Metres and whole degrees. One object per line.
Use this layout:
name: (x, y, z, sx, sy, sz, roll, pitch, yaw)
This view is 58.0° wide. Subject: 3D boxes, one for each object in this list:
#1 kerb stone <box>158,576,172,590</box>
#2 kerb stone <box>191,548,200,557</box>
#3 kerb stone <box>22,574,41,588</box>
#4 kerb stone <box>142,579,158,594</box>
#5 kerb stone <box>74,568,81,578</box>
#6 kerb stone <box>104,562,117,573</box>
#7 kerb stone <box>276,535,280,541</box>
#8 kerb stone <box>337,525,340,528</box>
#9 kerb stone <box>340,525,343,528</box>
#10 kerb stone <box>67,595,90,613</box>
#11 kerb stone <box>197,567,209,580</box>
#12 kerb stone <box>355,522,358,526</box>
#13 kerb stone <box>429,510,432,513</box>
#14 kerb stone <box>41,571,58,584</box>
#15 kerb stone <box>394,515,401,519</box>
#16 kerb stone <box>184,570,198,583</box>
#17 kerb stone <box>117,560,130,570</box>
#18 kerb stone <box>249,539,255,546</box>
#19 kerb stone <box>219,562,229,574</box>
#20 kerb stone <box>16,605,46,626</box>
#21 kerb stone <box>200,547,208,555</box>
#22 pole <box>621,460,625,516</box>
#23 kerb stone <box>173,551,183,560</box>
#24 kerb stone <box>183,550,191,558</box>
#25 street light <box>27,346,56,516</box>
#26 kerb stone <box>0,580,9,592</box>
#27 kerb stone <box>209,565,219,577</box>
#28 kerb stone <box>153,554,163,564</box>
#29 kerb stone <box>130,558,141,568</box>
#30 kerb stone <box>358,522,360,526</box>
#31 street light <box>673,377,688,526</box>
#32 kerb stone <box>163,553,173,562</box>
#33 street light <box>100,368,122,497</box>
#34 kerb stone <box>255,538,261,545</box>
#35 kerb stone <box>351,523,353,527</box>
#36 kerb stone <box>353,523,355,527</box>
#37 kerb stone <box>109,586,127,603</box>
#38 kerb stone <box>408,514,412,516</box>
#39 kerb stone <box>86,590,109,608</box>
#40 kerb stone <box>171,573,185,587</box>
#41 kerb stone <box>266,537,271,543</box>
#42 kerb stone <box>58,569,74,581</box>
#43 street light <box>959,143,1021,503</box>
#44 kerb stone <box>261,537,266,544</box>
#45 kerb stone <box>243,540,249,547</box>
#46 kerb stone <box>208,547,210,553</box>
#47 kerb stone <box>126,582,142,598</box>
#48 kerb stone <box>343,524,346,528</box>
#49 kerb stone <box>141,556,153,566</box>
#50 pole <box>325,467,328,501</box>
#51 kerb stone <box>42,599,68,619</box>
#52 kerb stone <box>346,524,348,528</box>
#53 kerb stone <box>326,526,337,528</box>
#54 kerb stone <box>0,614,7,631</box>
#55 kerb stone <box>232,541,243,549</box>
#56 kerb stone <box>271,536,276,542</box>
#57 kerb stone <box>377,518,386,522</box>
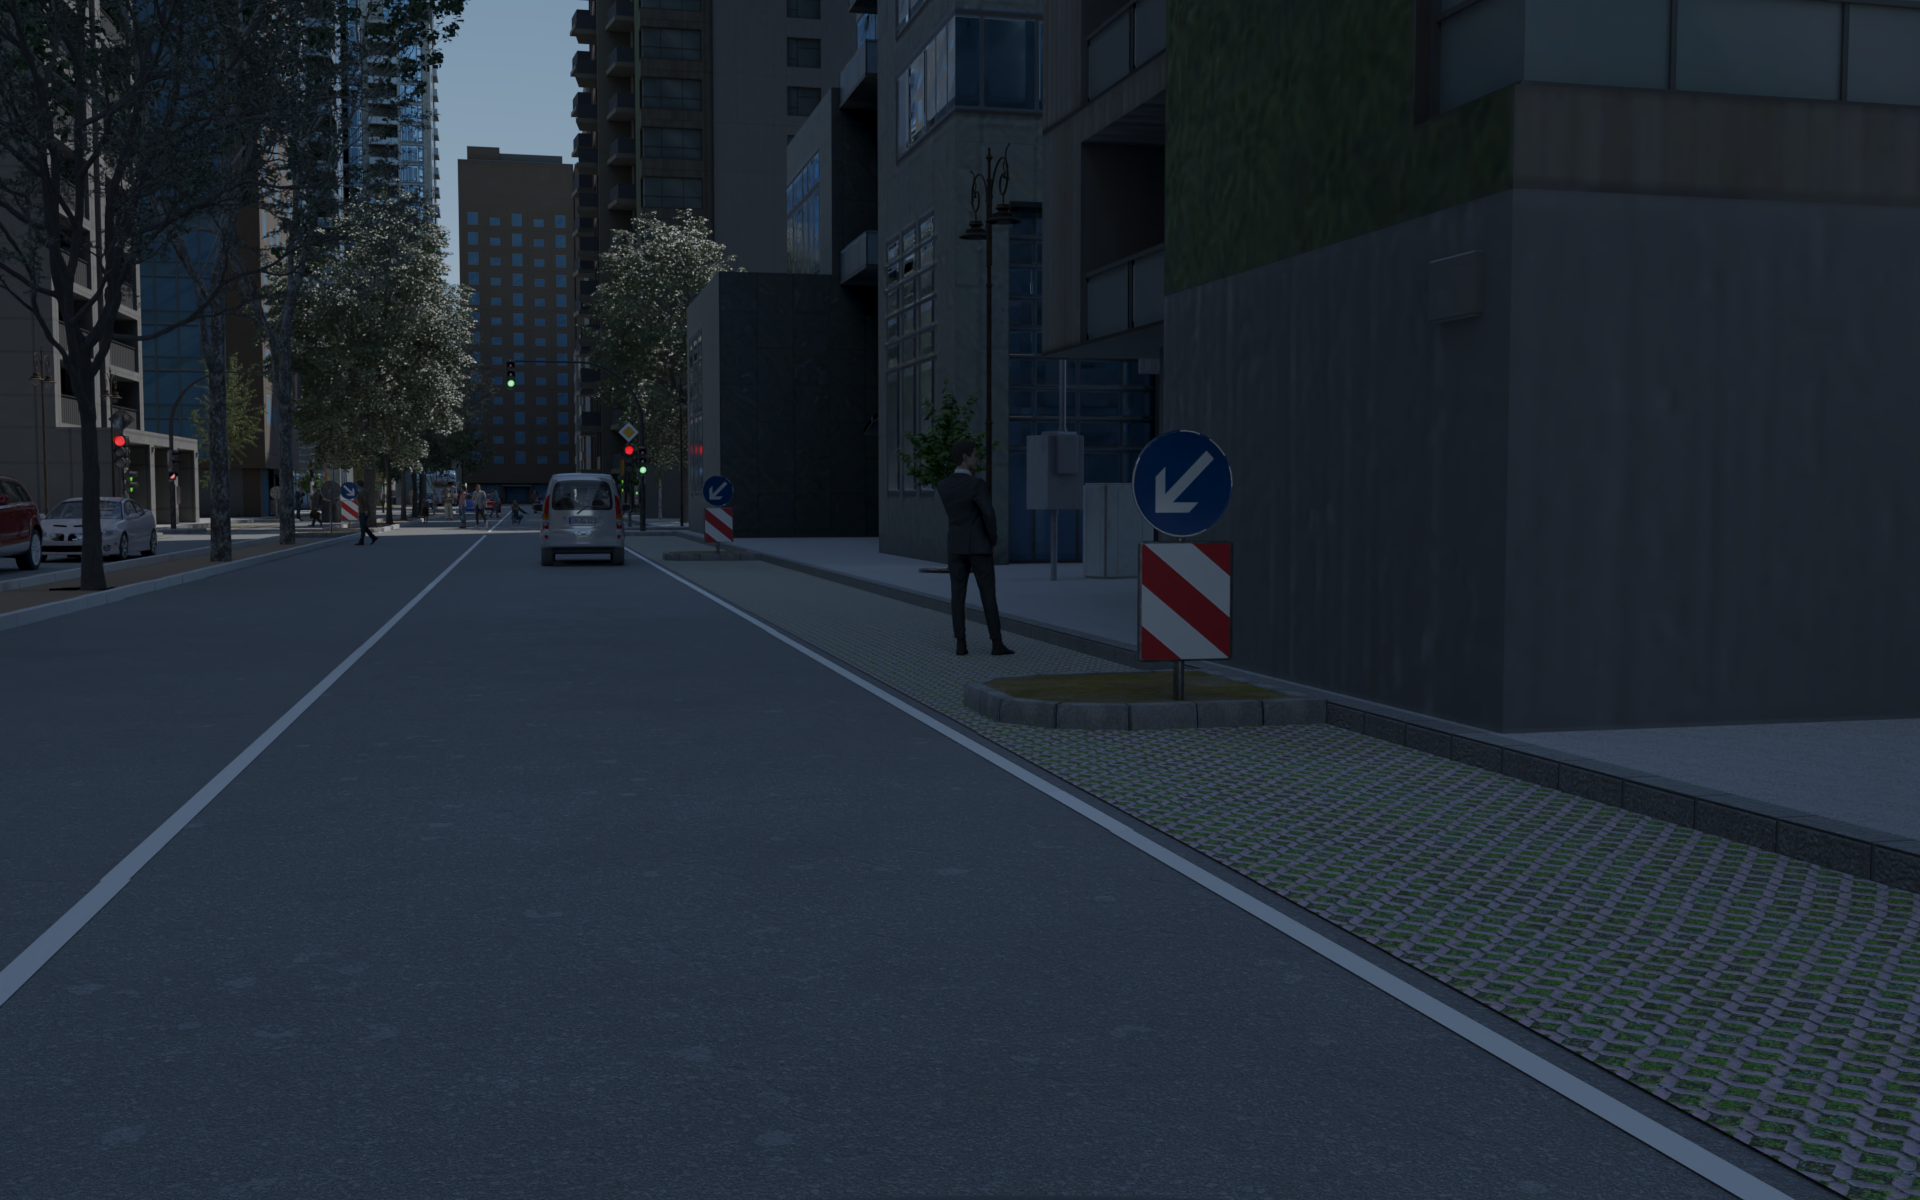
kerb stone: (-12.089, -0.232, 26.115, 0.120, 0.150, 1.000, -1, 4, -14)
kerb stone: (-17.593, -1.063, 39.576, 0.120, 0.150, 1.000, -1, 4, -14)
kerb stone: (-14.373, -0.263, 26.628, 0.120, 0.150, 1.000, -1, 4, -14)
kerb stone: (-11.847, -0.179, 25.122, 0.120, 0.150, 1.000, -1, 4, -14)
kerb stone: (-15.122, -0.454, 29.617, 0.120, 0.150, 1.000, -1, 4, -14)
kerb stone: (-15.613, -0.572, 31.619, 0.120, 0.150, 1.000, -1, 4, -14)
kerb stone: (-20.814, -1.855, 52.531, 0.120, 0.150, 1.000, -1, 4, -14)
kerb stone: (-24.885, -2.859, 68.945, 0.120, 0.150, 1.000, -1, 4, -14)
kerb stone: (-25.137, -2.918, 69.940, 0.120, 0.150, 1.000, -1, 4, -14)
kerb stone: (-10.853, 0.069, 21.153, 0.120, 0.150, 1.000, -1, 4, -14)
kerb stone: (-12.826, -0.422, 29.115, 0.120, 0.150, 1.000, -1, 4, -14)
kerb stone: (-26.613, -3.285, 75.902, 0.120, 0.150, 1.000, -1, 4, -14)
kerb stone: (-41.697, -6.998, 136.605, 0.120, 0.150, 1.000, -1, 4, -14)
kerb stone: (-14.629, -0.332, 27.629, 0.120, 0.150, 1.000, -1, 4, -14)
kerb stone: (-33.053, -4.864, 101.768, 0.120, 0.150, 1.000, -1, 4, -14)
kerb stone: (-12.581, -0.360, 28.121, 0.120, 0.150, 1.000, -1, 4, -14)
kerb stone: (-15.865, -0.637, 32.610, 0.120, 0.150, 1.000, -1, 4, -14)
kerb stone: (-19.573, -1.551, 47.552, 0.120, 0.150, 1.000, -1, 4, -14)
kerb stone: (-13.327, -0.545, 31.103, 0.120, 0.150, 1.000, -1, 4, -14)
kerb stone: (-10.354, 0.185, 19.170, 0.120, 0.150, 1.000, -1, 4, -14)
kerb stone: (-17.841, -1.124, 40.570, 0.120, 0.150, 1.000, -1, 4, -14)
pole: (-19.926, -6.632, 102.281, 0.158, 3.312, 0.155, 0, 3, 0)
kerb stone: (-17.093, -0.941, 37.589, 0.120, 0.150, 1.000, -1, 4, -14)
kerb stone: (-17.351, -1.002, 38.582, 0.120, 0.150, 1.000, -1, 4, -14)
street light: (-28.741, -4.989, 54.355, 0.468, 5.910, 1.993, -1, 4, -14)
kerb stone: (-14.137, -0.201, 25.633, 0.120, 0.150, 1.000, -1, 4, -14)
kerb stone: (-13.084, -0.484, 30.105, 0.120, 0.150, 1.000, -1, 4, -14)
kerb stone: (-16.606, -0.819, 35.588, 0.120, 0.150, 1.000, -1, 4, -14)
kerb stone: (-16.110, -0.698, 33.604, 0.120, 0.150, 1.000, -1, 4, -14)
kerb stone: (-26.863, -3.346, 76.904, 0.120, 0.150, 1.000, -1, 4, -14)
street light: (-11.032, -5.857, 68.549, 0.468, 5.910, 1.993, -1, 4, -14)
kerb stone: (-16.850, -0.879, 36.596, 0.120, 0.150, 1.000, -1, 4, -14)
street light: (-30.982, -5.536, 63.306, 0.468, 5.910, 1.993, -1, 4, -14)
kerb stone: (-19.822, -1.611, 48.553, 0.120, 0.150, 1.000, -1, 4, -14)
kerb stone: (-26.125, -3.163, 73.917, 0.120, 0.150, 1.000, -1, 4, -14)
kerb stone: (-26.370, -3.220, 74.909, 0.120, 0.150, 1.000, -1, 4, -14)
kerb stone: (-11.342, -0.055, 23.139, 0.120, 0.150, 1.000, -1, 4, -14)
kerb stone: (-35.768, -5.537, 112.721, 0.120, 0.150, 1.000, -1, 4, -14)
kerb stone: (-11.100, 0.003, 22.146, 0.120, 0.150, 1.000, -1, 4, -14)
kerb stone: (-12.335, -0.298, 27.111, 0.120, 0.150, 1.000, -1, 4, -14)
kerb stone: (-20.314, -1.733, 50.542, 0.120, 0.150, 1.000, -1, 4, -14)
kerb stone: (-14.874, -0.393, 28.624, 0.120, 0.150, 1.000, -1, 4, -14)
street light: (0.390, -3.088, 23.271, 0.468, 5.910, 1.993, -1, 4, -14)
kerb stone: (-20.076, -1.673, 49.548, 0.120, 0.150, 1.000, -1, 4, -14)
kerb stone: (-19.325, -1.488, 46.557, 0.120, 0.150, 1.000, -1, 4, -14)
kerb stone: (-18.088, -1.184, 41.562, 0.120, 0.150, 1.000, -1, 4, -14)
kerb stone: (-11.601, -0.118, 24.128, 0.120, 0.150, 1.000, -1, 4, -14)
kerb stone: (-25.382, -2.981, 70.935, 0.120, 0.150, 1.000, -1, 4, -14)
kerb stone: (-16.352, -0.759, 34.598, 0.120, 0.150, 1.000, -1, 4, -14)
pole: (-45.938, -8.058, 125.598, 0.158, 3.312, 0.155, 0, 3, 0)
kerb stone: (-10.605, 0.124, 20.161, 0.120, 0.150, 1.000, -1, 4, -14)
kerb stone: (-25.625, -3.041, 71.928, 0.120, 0.150, 1.000, -1, 4, -14)
kerb stone: (-24.640, -2.798, 67.943, 0.120, 0.150, 1.000, -1, 4, -14)
kerb stone: (-10.109, 0.247, 18.175, 0.120, 0.150, 1.000, -1, 4, -14)
kerb stone: (-19.077, -1.428, 45.548, 0.120, 0.150, 1.000, -1, 4, -14)
kerb stone: (-20.564, -1.794, 51.535, 0.120, 0.150, 1.000, -1, 4, -14)
kerb stone: (-30.323, -4.195, 90.826, 0.120, 0.150, 1.000, -1, 4, -14)
